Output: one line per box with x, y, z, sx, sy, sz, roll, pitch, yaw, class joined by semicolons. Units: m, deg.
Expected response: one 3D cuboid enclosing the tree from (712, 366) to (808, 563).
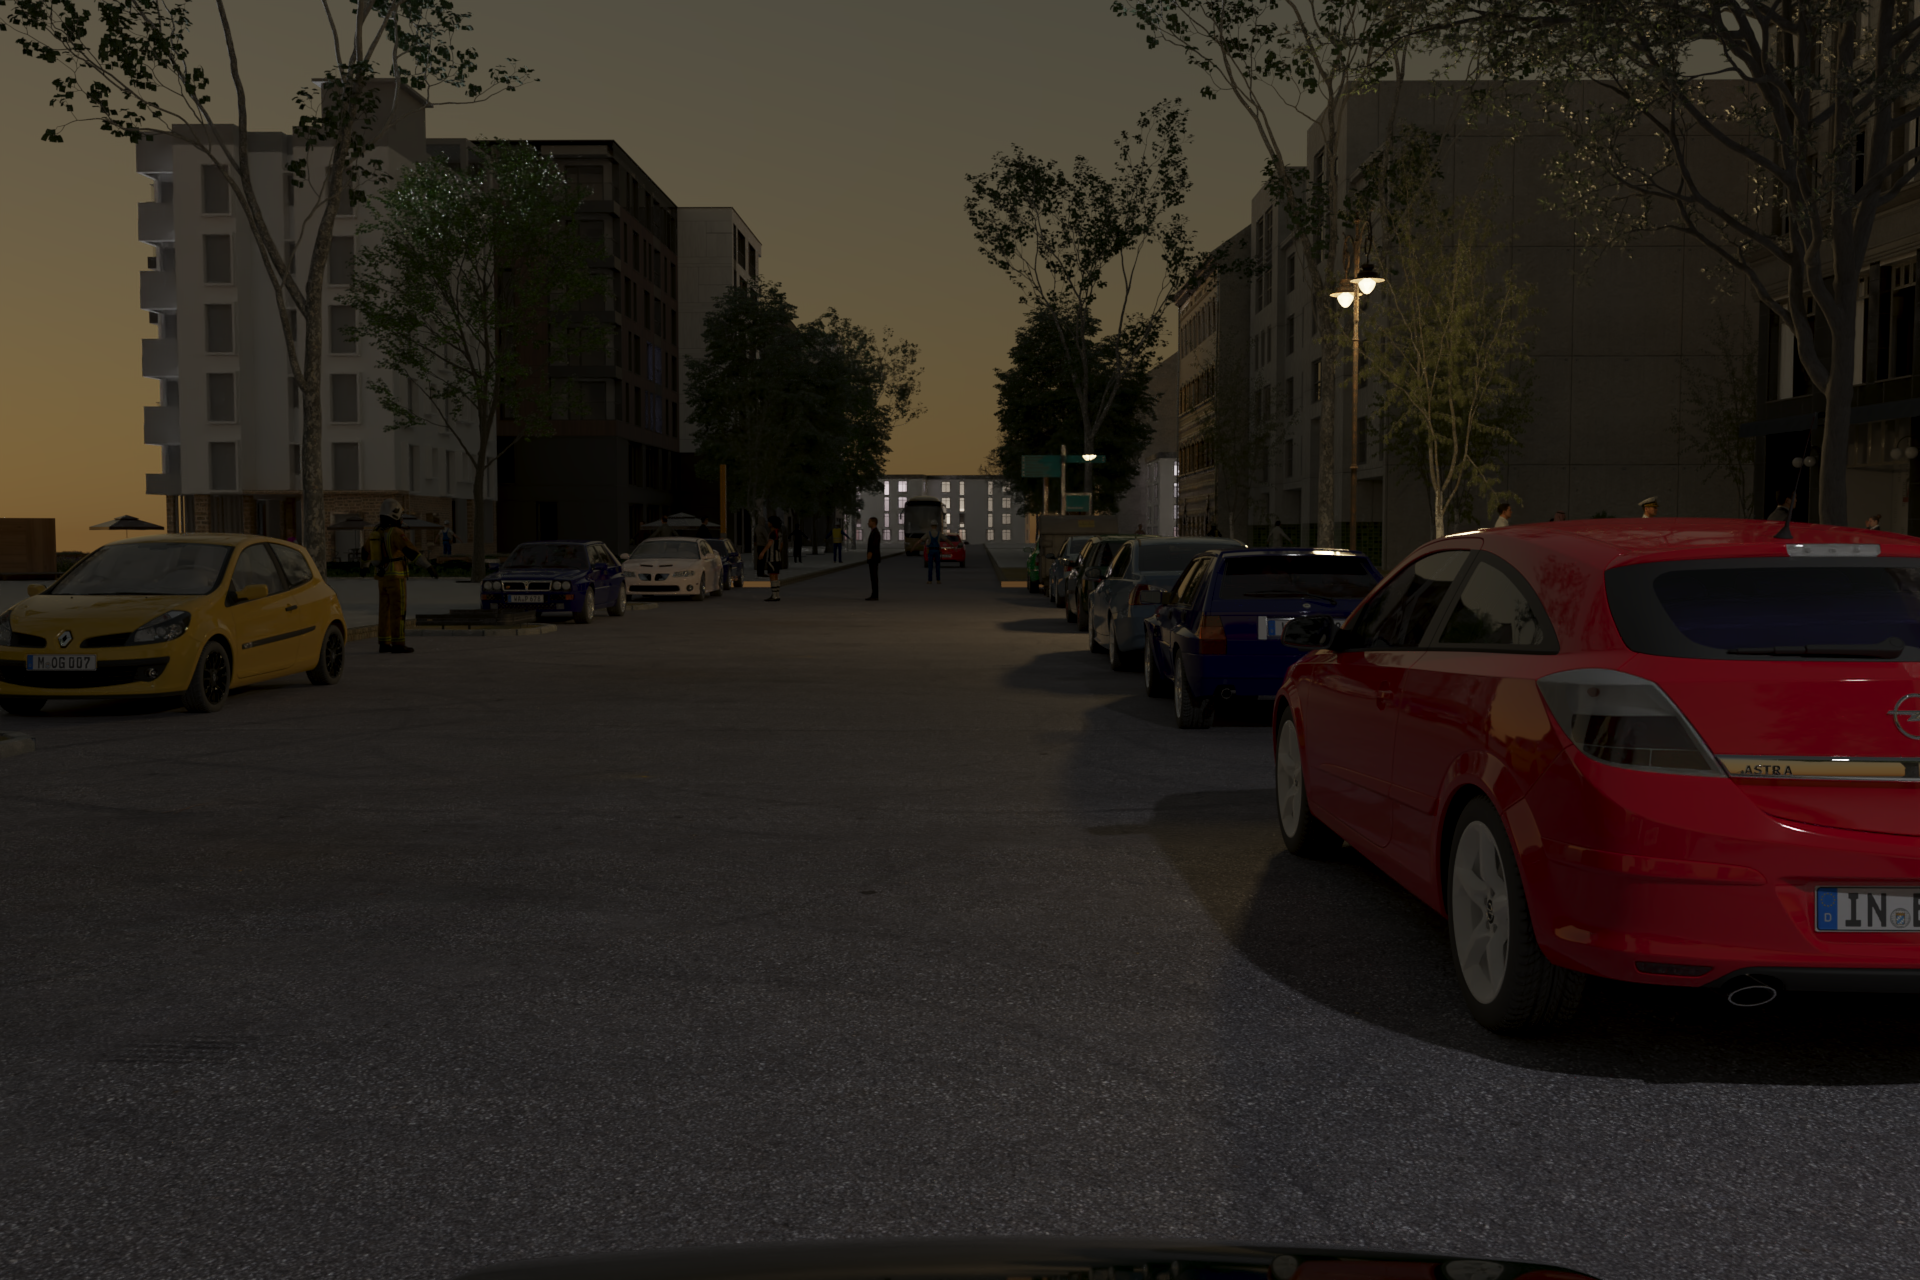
-9.407;-7.732;76.778;4.360;8.622;3.978;0;3;0;tree

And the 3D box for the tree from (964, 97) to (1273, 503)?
6.838;-13.400;74.979;12.611;20.169;13.585;0;3;0;tree

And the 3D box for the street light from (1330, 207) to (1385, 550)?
5.687;-3.191;24.956;0.468;5.910;1.993;0;4;1;street light

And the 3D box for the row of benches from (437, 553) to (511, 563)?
-15.206;-2.563;57.374;4.104;0.672;1.422;0;4;3;row of benches

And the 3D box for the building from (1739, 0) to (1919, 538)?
28.900;-15.789;37.742;16.754;29.471;25.880;0;4;1;building

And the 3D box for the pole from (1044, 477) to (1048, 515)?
3.087;-4.181;62.205;0.158;3.312;0.155;0;3;0;pole

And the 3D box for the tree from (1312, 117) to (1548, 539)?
8.708;-4.922;30.840;4.360;8.622;3.978;0;3;0;tree

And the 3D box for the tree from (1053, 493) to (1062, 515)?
6.977;-10.039;114.506;4.737;8.622;4.395;0;3;0;tree

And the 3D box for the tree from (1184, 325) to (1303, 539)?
9.566;-6.770;61.054;4.360;8.622;3.978;0;3;0;tree

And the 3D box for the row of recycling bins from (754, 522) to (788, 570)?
-6.827;-3.421;63.042;1.069;1.692;3.534;0;4;2;row of recycling bins

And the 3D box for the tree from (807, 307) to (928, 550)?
-8.689;-17.573;143.206;12.611;20.169;13.585;0;3;0;tree

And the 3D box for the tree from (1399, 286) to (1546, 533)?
15.062;-6.186;51.497;4.737;8.622;4.395;0;3;0;tree

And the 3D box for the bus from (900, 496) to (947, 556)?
-2.283;-7.621;116.144;2.896;3.916;12.252;0;4;1;bus

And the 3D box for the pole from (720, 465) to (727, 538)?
-6.958;-3.492;50.932;0.158;3.312;0.155;0;3;0;pole

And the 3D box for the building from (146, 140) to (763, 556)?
-28.159;-16.058;106.531;27.936;21.610;32.646;0;4;1;building

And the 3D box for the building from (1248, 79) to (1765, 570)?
23.558;-12.831;76.237;16.747;18.905;31.486;0;4;1;building

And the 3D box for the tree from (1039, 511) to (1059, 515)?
14.447;-18.966;244.504;7.601;10.594;8.767;0;4;-5;tree

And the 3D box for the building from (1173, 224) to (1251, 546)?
23.222;-16.605;102.418;19.493;23.208;18.063;0;4;0;building

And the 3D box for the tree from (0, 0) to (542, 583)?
-13.488;-10.870;33.614;12.611;20.169;13.585;0;3;0;tree

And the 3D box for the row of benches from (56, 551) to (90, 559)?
-32.975;-2.942;63.572;1.422;0.672;4.104;0;4;-4;row of benches

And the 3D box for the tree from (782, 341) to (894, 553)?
-8.787;-12.803;115.985;9.857;13.997;8.962;0;3;0;tree

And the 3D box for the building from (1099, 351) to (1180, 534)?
26.499;-22.925;205.759;19.493;23.208;18.063;0;4;0;building

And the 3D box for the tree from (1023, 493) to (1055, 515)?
6.701;-10.991;130.069;4.737;8.622;4.395;0;3;0;tree

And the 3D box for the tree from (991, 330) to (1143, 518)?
6.329;-12.012;103.047;9.857;13.997;8.962;0;3;0;tree

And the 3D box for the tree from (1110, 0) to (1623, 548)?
9.950;-11.248;39.799;12.611;20.169;13.585;0;3;0;tree

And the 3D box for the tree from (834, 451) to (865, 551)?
-8.342;-11.095;131.763;4.360;8.622;3.978;0;3;0;tree

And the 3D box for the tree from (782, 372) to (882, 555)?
-8.774;-11.007;105.724;9.928;11.665;9.643;0;3;0;tree

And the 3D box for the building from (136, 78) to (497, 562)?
-28.285;-13.270;73.379;16.016;20.090;11.380;0;4;1;building

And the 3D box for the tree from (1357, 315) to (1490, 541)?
15.483;-6.523;57.010;4.737;8.622;4.395;0;3;0;tree

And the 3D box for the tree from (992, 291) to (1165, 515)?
6.133;-11.251;90.607;9.857;13.997;8.962;0;3;0;tree

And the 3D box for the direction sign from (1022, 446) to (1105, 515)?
3.126;-3.858;51.836;2.525;3.948;1.411;0;3;0;direction sign

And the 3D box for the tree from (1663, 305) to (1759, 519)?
25.250;-6.398;54.972;4.360;8.622;3.978;0;3;0;tree

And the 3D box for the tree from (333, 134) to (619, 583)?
-12.551;-7.312;45.304;9.928;11.665;9.643;0;3;0;tree

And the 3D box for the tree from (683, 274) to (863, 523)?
-9.200;-10.907;84.982;9.857;13.997;8.962;0;3;0;tree

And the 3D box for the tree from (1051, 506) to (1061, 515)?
6.835;-10.558;122.987;4.737;8.622;4.395;0;3;0;tree

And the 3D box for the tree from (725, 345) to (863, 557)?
-9.163;-10.385;95.548;9.928;11.665;9.643;0;3;0;tree

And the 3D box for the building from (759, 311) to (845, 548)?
-26.653;-20.240;174.898;27.936;21.610;32.646;0;3;0;building

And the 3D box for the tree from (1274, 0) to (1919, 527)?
8.052;-6.451;15.840;12.009;13.543;11.850;0;3;0;tree

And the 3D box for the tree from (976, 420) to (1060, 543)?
6.578;-14.334;144.733;12.009;13.543;11.850;0;3;0;tree

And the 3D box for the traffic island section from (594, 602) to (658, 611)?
-6.889;-0.641;33.348;1.991;0.108;1.994;0;4;1;traffic island section
